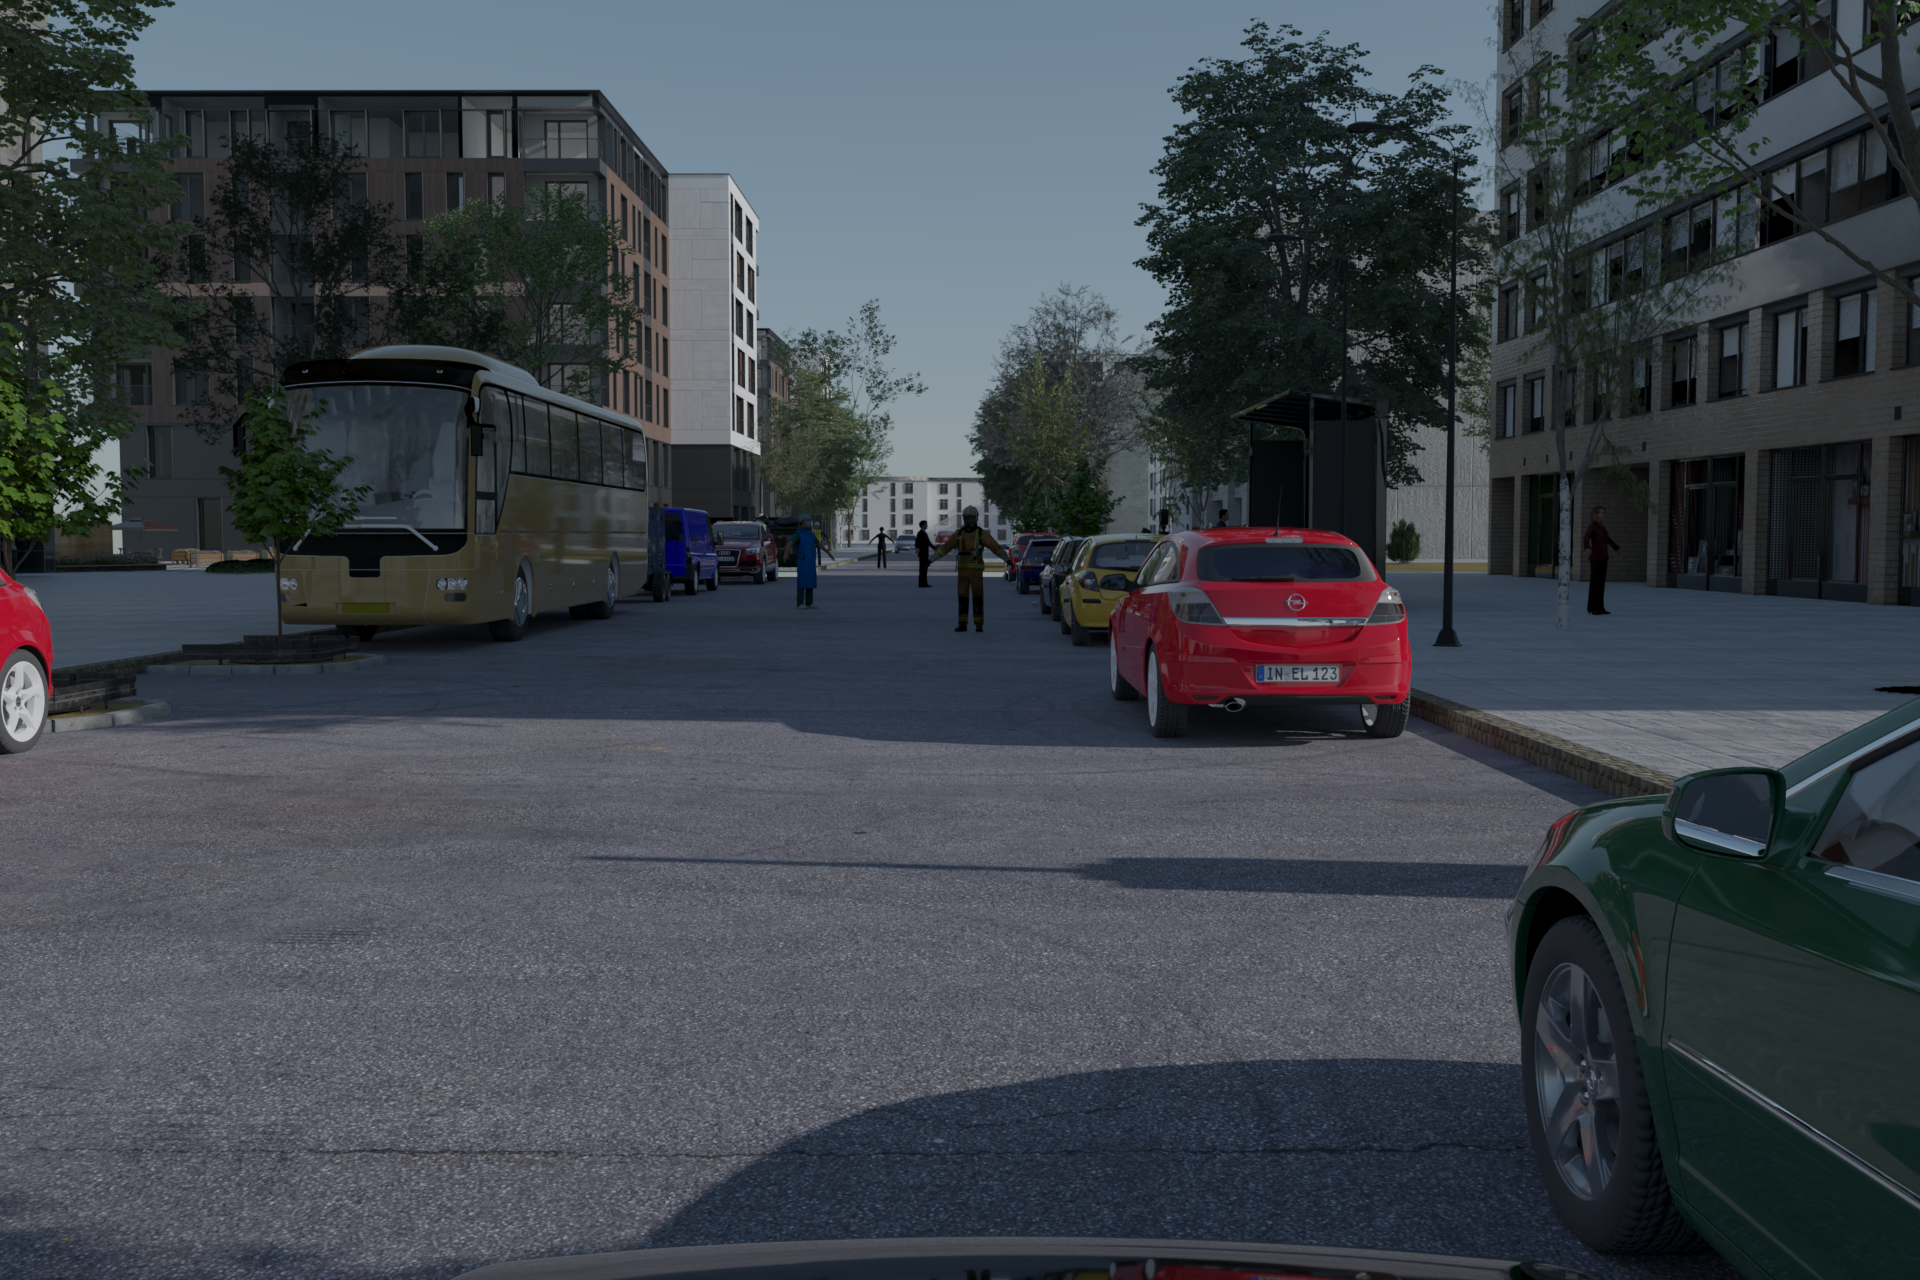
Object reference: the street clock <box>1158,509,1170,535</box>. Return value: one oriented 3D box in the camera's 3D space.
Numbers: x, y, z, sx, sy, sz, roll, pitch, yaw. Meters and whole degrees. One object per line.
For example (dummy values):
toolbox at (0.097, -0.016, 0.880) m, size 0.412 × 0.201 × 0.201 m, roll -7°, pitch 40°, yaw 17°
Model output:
street clock at (5.897, -2.789, 50.163) m, size 0.358 × 2.002 × 0.471 m, roll 0°, pitch 4°, yaw 0°

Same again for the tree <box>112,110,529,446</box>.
tree at (-13.742, -6.335, 37.991) m, size 8.767 × 10.594 × 7.601 m, roll -2°, pitch 4°, yaw -31°

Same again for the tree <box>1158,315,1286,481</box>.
tree at (11.371, -8.097, 66.805) m, size 7.601 × 10.594 × 8.767 m, roll 2°, pitch 4°, yaw 25°

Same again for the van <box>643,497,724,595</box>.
van at (-7.098, -2.313, 42.200) m, size 2.240 × 2.365 × 5.245 m, roll 0°, pitch 4°, yaw 0°

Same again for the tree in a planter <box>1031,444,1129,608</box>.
tree in a planter at (2.417, -2.268, 34.299) m, size 1.991 × 3.239 × 1.994 m, roll 0°, pitch 4°, yaw 1°

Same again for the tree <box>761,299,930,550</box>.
tree at (-9.277, -17.346, 139.490) m, size 12.611 × 20.169 × 13.585 m, roll 0°, pitch 3°, yaw 0°

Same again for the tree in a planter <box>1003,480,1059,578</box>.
tree in a planter at (2.407, -3.655, 56.981) m, size 1.991 × 3.239 × 1.994 m, roll 0°, pitch 4°, yaw 1°

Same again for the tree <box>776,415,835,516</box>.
tree at (-9.778, -9.614, 107.554) m, size 4.360 × 8.622 × 3.978 m, roll 0°, pitch 3°, yaw 0°

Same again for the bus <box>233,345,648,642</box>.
bus at (-7.062, -2.125, 26.297) m, size 2.896 × 3.916 × 12.252 m, roll 0°, pitch 4°, yaw 0°

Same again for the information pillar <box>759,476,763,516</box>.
information pillar at (-8.060, -4.826, 70.264) m, size 0.183 × 3.616 × 0.504 m, roll 0°, pitch 4°, yaw 1°

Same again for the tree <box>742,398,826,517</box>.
tree at (-10.183, -8.808, 94.366) m, size 4.360 × 8.622 × 3.978 m, roll 0°, pitch 3°, yaw 0°

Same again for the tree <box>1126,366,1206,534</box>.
tree at (8.796, -7.586, 74.399) m, size 4.360 × 8.622 × 3.978 m, roll 0°, pitch 3°, yaw 0°

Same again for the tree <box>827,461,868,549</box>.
tree at (-10.348, -12.296, 151.403) m, size 4.737 × 8.622 × 4.395 m, roll 0°, pitch 3°, yaw 0°

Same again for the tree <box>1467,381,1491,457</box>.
tree at (25.748, -8.495, 73.303) m, size 8.767 × 10.594 × 7.601 m, roll 1°, pitch 4°, yaw 19°

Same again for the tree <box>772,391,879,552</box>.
tree at (-9.717, -12.333, 127.392) m, size 9.928 × 11.665 × 9.643 m, roll 0°, pitch 3°, yaw 0°

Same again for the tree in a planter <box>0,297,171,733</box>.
tree in a planter at (-7.285, -0.979, 13.235) m, size 1.991 × 3.239 × 1.994 m, roll 0°, pitch 4°, yaw 1°

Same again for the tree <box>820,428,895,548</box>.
tree at (-10.331, -14.561, 163.831) m, size 9.928 × 11.665 × 9.643 m, roll 0°, pitch 3°, yaw 0°

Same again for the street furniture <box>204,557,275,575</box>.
street furniture at (-20.813, -2.675, 59.357) m, size 10.072 × 0.657 × 5.734 m, roll -3°, pitch 4°, yaw -36°

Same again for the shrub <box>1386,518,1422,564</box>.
shrub at (19.280, -4.336, 75.310) m, size 1.690 × 2.028 × 1.600 m, roll 0°, pitch 3°, yaw 0°

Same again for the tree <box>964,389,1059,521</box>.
tree at (5.075, -13.768, 131.756) m, size 9.857 × 13.997 × 8.962 m, roll 0°, pitch 3°, yaw 0°

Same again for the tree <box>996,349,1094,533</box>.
tree at (3.527, -7.205, 68.163) m, size 4.737 × 8.622 × 4.395 m, roll 0°, pitch 3°, yaw 0°

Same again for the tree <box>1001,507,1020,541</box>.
tree at (4.925, -13.036, 163.503) m, size 4.737 × 8.622 × 4.395 m, roll 0°, pitch 3°, yaw 0°

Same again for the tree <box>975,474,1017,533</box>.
tree at (4.832, -13.402, 153.527) m, size 8.767 × 10.594 × 7.601 m, roll 3°, pitch 4°, yaw 38°

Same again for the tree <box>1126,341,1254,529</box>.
tree at (7.693, -6.454, 55.882) m, size 4.737 × 8.622 × 4.395 m, roll 0°, pitch 3°, yaw 0°

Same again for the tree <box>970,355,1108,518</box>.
tree at (5.407, -12.862, 116.954) m, size 9.857 × 13.997 × 8.962 m, roll 0°, pitch 3°, yaw 0°

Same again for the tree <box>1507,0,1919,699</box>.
tree at (7.898, -5.370, 13.556) m, size 9.928 × 11.665 × 9.643 m, roll 0°, pitch 3°, yaw 0°

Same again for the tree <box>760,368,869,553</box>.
tree at (-10.182, -12.286, 119.009) m, size 7.486 × 12.596 × 7.792 m, roll 0°, pitch 3°, yaw 0°

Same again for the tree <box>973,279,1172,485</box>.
tree at (5.704, -10.579, 83.333) m, size 12.009 × 13.543 × 11.850 m, roll 0°, pitch 3°, yaw 0°

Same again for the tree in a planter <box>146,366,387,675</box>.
tree in a planter at (-7.318, -1.304, 18.546) m, size 1.991 × 3.239 × 1.994 m, roll 0°, pitch 4°, yaw 0°

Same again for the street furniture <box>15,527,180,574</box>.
street furniture at (-31.177, -3.247, 59.941) m, size 9.812 × 1.723 × 11.010 m, roll 2°, pitch 4°, yaw 26°

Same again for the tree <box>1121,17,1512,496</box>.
tree at (8.579, -8.316, 42.625) m, size 9.857 × 13.997 × 8.962 m, roll 0°, pitch 3°, yaw 0°

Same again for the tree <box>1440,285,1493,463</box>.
tree at (21.722, -8.472, 64.269) m, size 9.928 × 11.665 × 9.643 m, roll 0°, pitch 3°, yaw 0°

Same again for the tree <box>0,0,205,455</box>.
tree at (-13.473, -6.280, 20.797) m, size 7.486 × 12.596 × 7.792 m, roll 0°, pitch 3°, yaw 0°

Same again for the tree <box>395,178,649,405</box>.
tree at (-12.759, -7.630, 50.500) m, size 9.928 × 11.665 × 9.643 m, roll 0°, pitch 3°, yaw 0°

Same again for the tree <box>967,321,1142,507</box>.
tree at (5.223, -11.559, 99.364) m, size 12.009 × 13.543 × 11.850 m, roll 0°, pitch 3°, yaw 0°

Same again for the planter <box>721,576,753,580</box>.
planter at (-7.294, -2.071, 55.005) m, size 1.991 × 0.319 × 1.994 m, roll 0°, pitch 4°, yaw 1°

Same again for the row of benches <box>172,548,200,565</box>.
row of benches at (-33.093, -3.590, 74.157) m, size 1.422 × 0.672 × 4.104 m, roll -1°, pitch 4°, yaw -15°

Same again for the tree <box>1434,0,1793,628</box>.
tree at (8.096, -4.478, 23.580) m, size 4.360 × 8.622 × 3.978 m, roll 0°, pitch 3°, yaw 0°
